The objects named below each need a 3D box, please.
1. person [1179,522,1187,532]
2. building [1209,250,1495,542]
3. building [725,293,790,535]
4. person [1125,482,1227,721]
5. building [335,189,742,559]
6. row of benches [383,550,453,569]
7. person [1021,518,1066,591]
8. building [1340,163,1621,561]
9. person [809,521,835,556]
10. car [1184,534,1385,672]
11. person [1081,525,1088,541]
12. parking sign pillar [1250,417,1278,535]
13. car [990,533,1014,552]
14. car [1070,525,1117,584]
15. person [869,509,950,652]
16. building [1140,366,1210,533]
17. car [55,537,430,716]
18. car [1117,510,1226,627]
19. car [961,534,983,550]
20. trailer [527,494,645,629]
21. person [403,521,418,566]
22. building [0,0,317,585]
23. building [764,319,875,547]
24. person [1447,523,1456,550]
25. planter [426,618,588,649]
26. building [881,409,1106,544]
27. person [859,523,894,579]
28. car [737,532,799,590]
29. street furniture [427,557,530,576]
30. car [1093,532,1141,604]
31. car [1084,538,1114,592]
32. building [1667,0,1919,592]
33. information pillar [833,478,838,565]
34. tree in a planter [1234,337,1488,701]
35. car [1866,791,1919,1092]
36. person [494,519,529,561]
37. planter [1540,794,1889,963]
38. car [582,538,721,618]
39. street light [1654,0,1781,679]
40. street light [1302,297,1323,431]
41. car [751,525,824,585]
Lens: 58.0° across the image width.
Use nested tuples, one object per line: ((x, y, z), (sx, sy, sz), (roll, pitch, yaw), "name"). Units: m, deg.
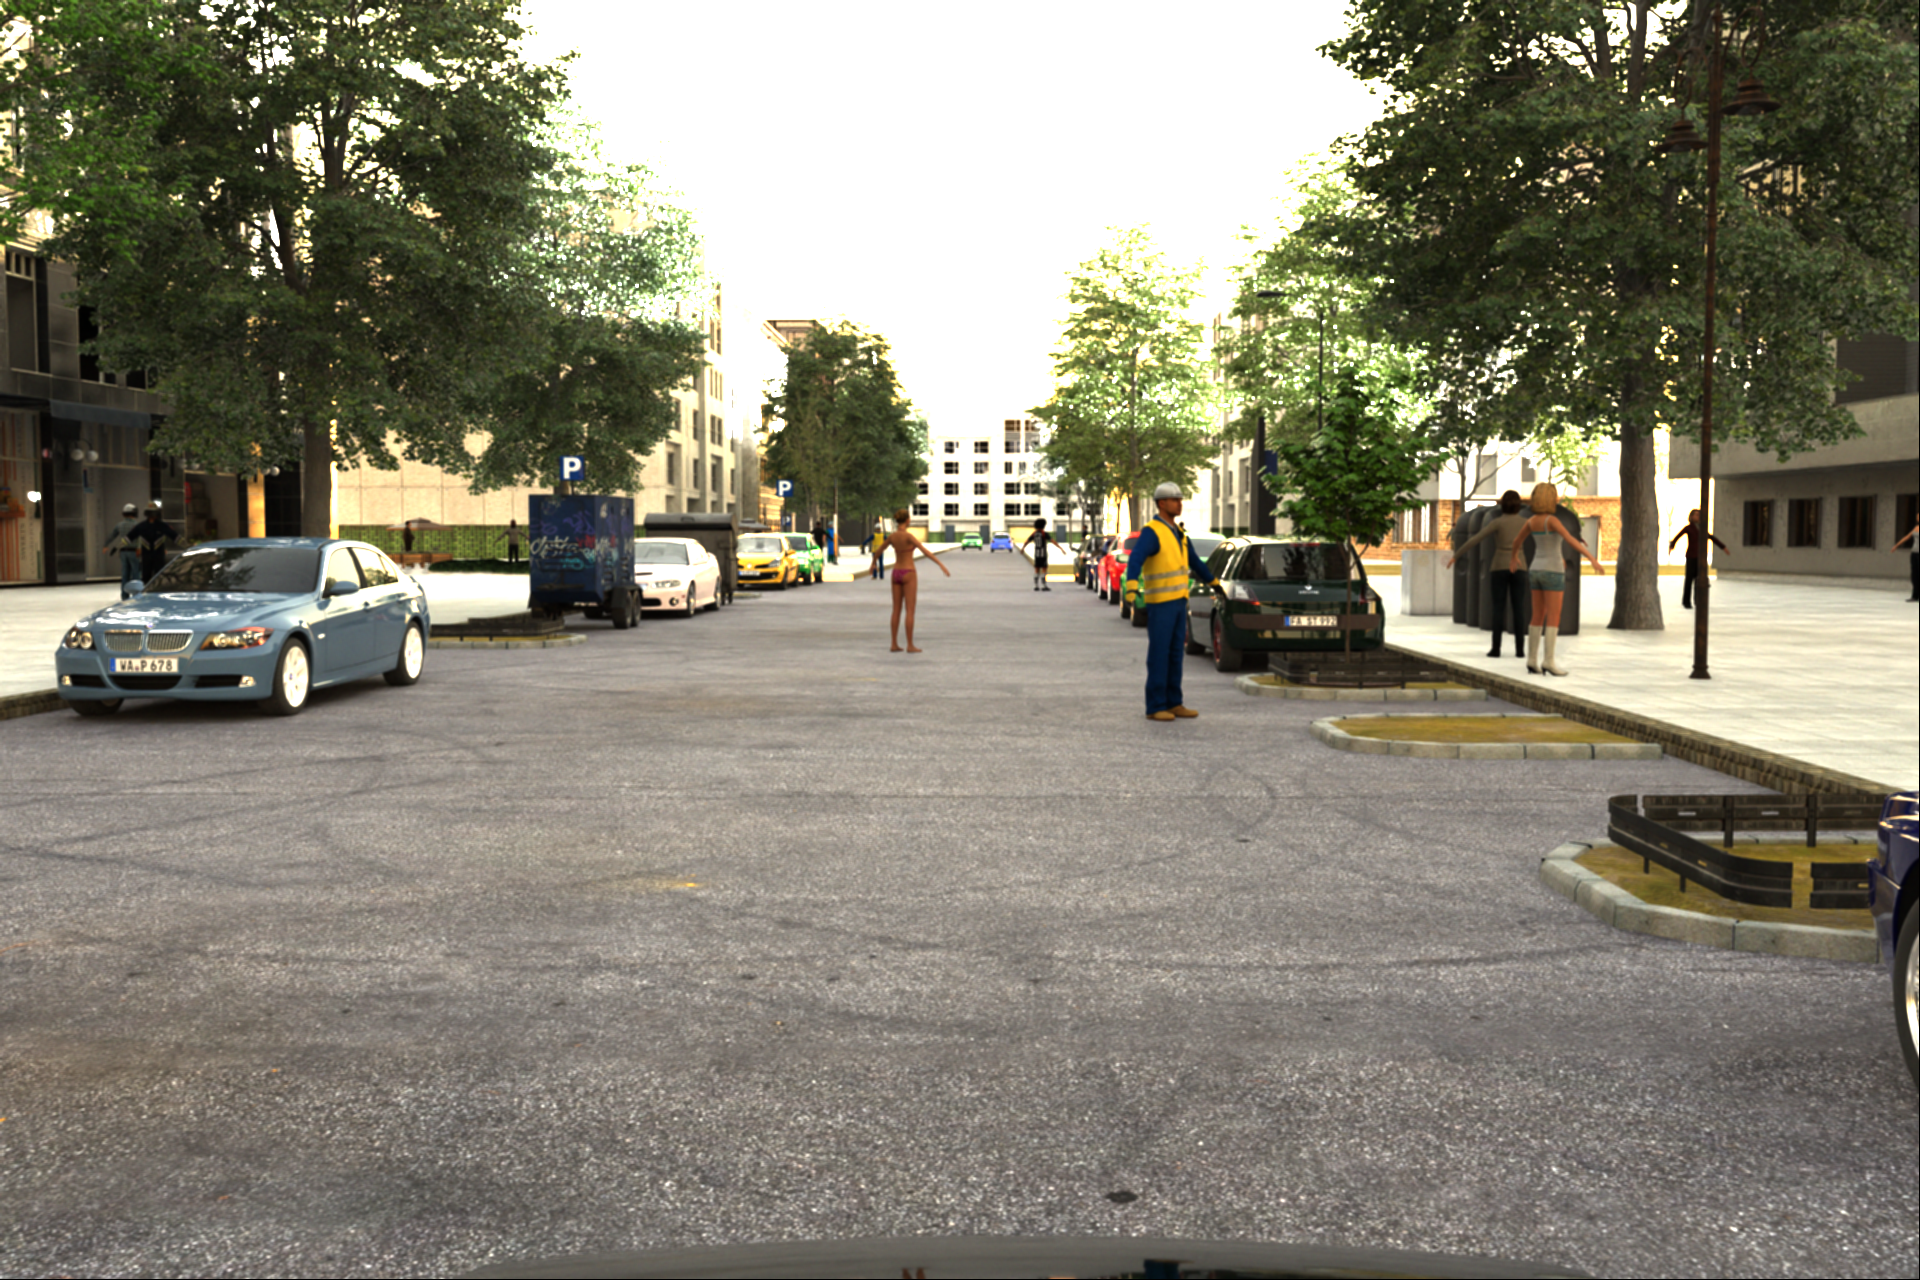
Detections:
((9.515, -4.161, 74.218), (1.347, 1.806, 0.705), (3, 5, 42), "person")
((27.012, -15.299, 116.601), (16.747, 18.905, 31.486), (0, 4, 2), "building")
((-23.437, -18.405, 131.849), (19.493, 23.208, 18.063), (0, 4, 1), "building")
((1.629, -0.305, 13.420), (0.705, 1.833, 1.349), (3, 5, 39), "person")
((-23.749, -14.585, 104.930), (16.747, 18.905, 31.486), (0, 4, 0), "building")
((-20.721, -3.018, 64.799), (1.422, 0.672, 4.104), (2, 4, 29), "row of benches")
((2.066, -2.157, 43.867), (1.345, 1.843, 0.704), (3, 4, 36), "person")
((26.181, -14.600, 95.138), (16.016, 20.090, 11.380), (0, 4, 1), "building")
((-5.829, -3.993, 71.510), (1.346, 1.802, 0.704), (1, 4, 12), "person")
((3.521, -0.587, 19.384), (2.009, 1.686, 4.222), (0, 4, 0), "car")
((6.176, -4.886, 86.610), (0.721, 1.740, 1.216), (1, 4, 10), "person")
((7.080, -3.183, 40.517), (1.447, 3.967, 1.447), (0, 4, 1), "parking sign pillar")
((3.286, -7.754, 136.366), (1.945, 1.707, 3.694), (0, 4, 2), "car")
((4.257, -2.509, 50.812), (2.009, 1.686, 4.222), (0, 4, 1), "car")
((-0.639, -0.725, 21.108), (1.217, 1.733, 0.721), (3, 4, 36), "person")
((28.760, -19.833, 190.722), (16.747, 18.905, 31.486), (0, 4, 1), "building")
((-6.068, -0.194, 15.179), (2.014, 1.417, 4.499), (0, 4, 1), "car")
((3.576, -1.181, 28.102), (1.959, 1.807, 4.718), (0, 4, 1), "car")
((1.078, -8.892, 154.181), (1.959, 1.807, 4.718), (0, 4, 1), "car")
((-5.710, -1.140, 25.695), (1.471, 1.999, 3.904), (0, 4, 1), "trailer")
((-21.883, -3.833, 68.807), (0.704, 1.812, 1.346), (-3, 4, -37), "person")
((-27.775, -16.205, 44.545), (16.754, 29.471, 25.880), (0, 4, 2), "building")
((-23.768, -20.625, 181.187), (27.936, 21.610, 32.646), (0, 4, 1), "building")
((22.272, -4.390, 78.040), (0.705, 1.796, 1.348), (-1, 4, -18), "person")
((-5.947, -0.087, 22.569), (1.991, 0.319, 1.994), (0, 4, 1), "planter")
((5.286, -23.347, 250.629), (31.486, 18.905, 16.747), (0, 4, 5), "building")
((-2.620, -2.813, 54.911), (1.216, 1.772, 0.721), (-1, 4, -20), "person")
((-5.236, -2.148, 45.339), (2.015, 1.641, 3.980), (0, 4, 1), "car")
((-12.857, -2.464, 55.916), (5.734, 0.657, 10.072), (-3, 4, -38), "street furniture")
((3.925, -1.695, 36.747), (2.155, 1.783, 4.494), (0, 4, 0), "car")
((4.152, -1.917, 43.922), (1.945, 1.354, 3.894), (0, 3, 0), "car")
((26.346, -13.110, 33.415), (14.314, 24.678, 30.058), (0, 4, 2), "building")
((-5.228, -4.976, 72.707), (0.183, 3.616, 0.504), (0, 4, 1), "information pillar")
((3.560, -1.136, 15.802), (1.991, 3.239, 1.994), (0, 4, 1), "tree in a planter")
((3.175, 0.592, 2.904), (1.945, 1.354, 3.894), (0, 4, 2), "car")
((-16.054, -3.435, 62.285), (1.348, 1.813, 0.705), (-1, 4, -19), "person")
((3.387, 0.880, 6.760), (1.991, 0.319, 1.994), (0, 4, 1), "planter")
((-5.467, -1.147, 31.113), (2.083, 1.381, 4.827), (0, 4, 1), "car")
((6.575, -2.594, 15.206), (0.468, 5.910, 1.993), (0, 4, 1), "street light")
((7.440, -3.709, 33.188), (1.470, 5.913, 1.316), (0, 4, 1), "street light")
((-4.966, -2.508, 49.795), (1.959, 1.807, 4.718), (0, 4, 1), "car")
